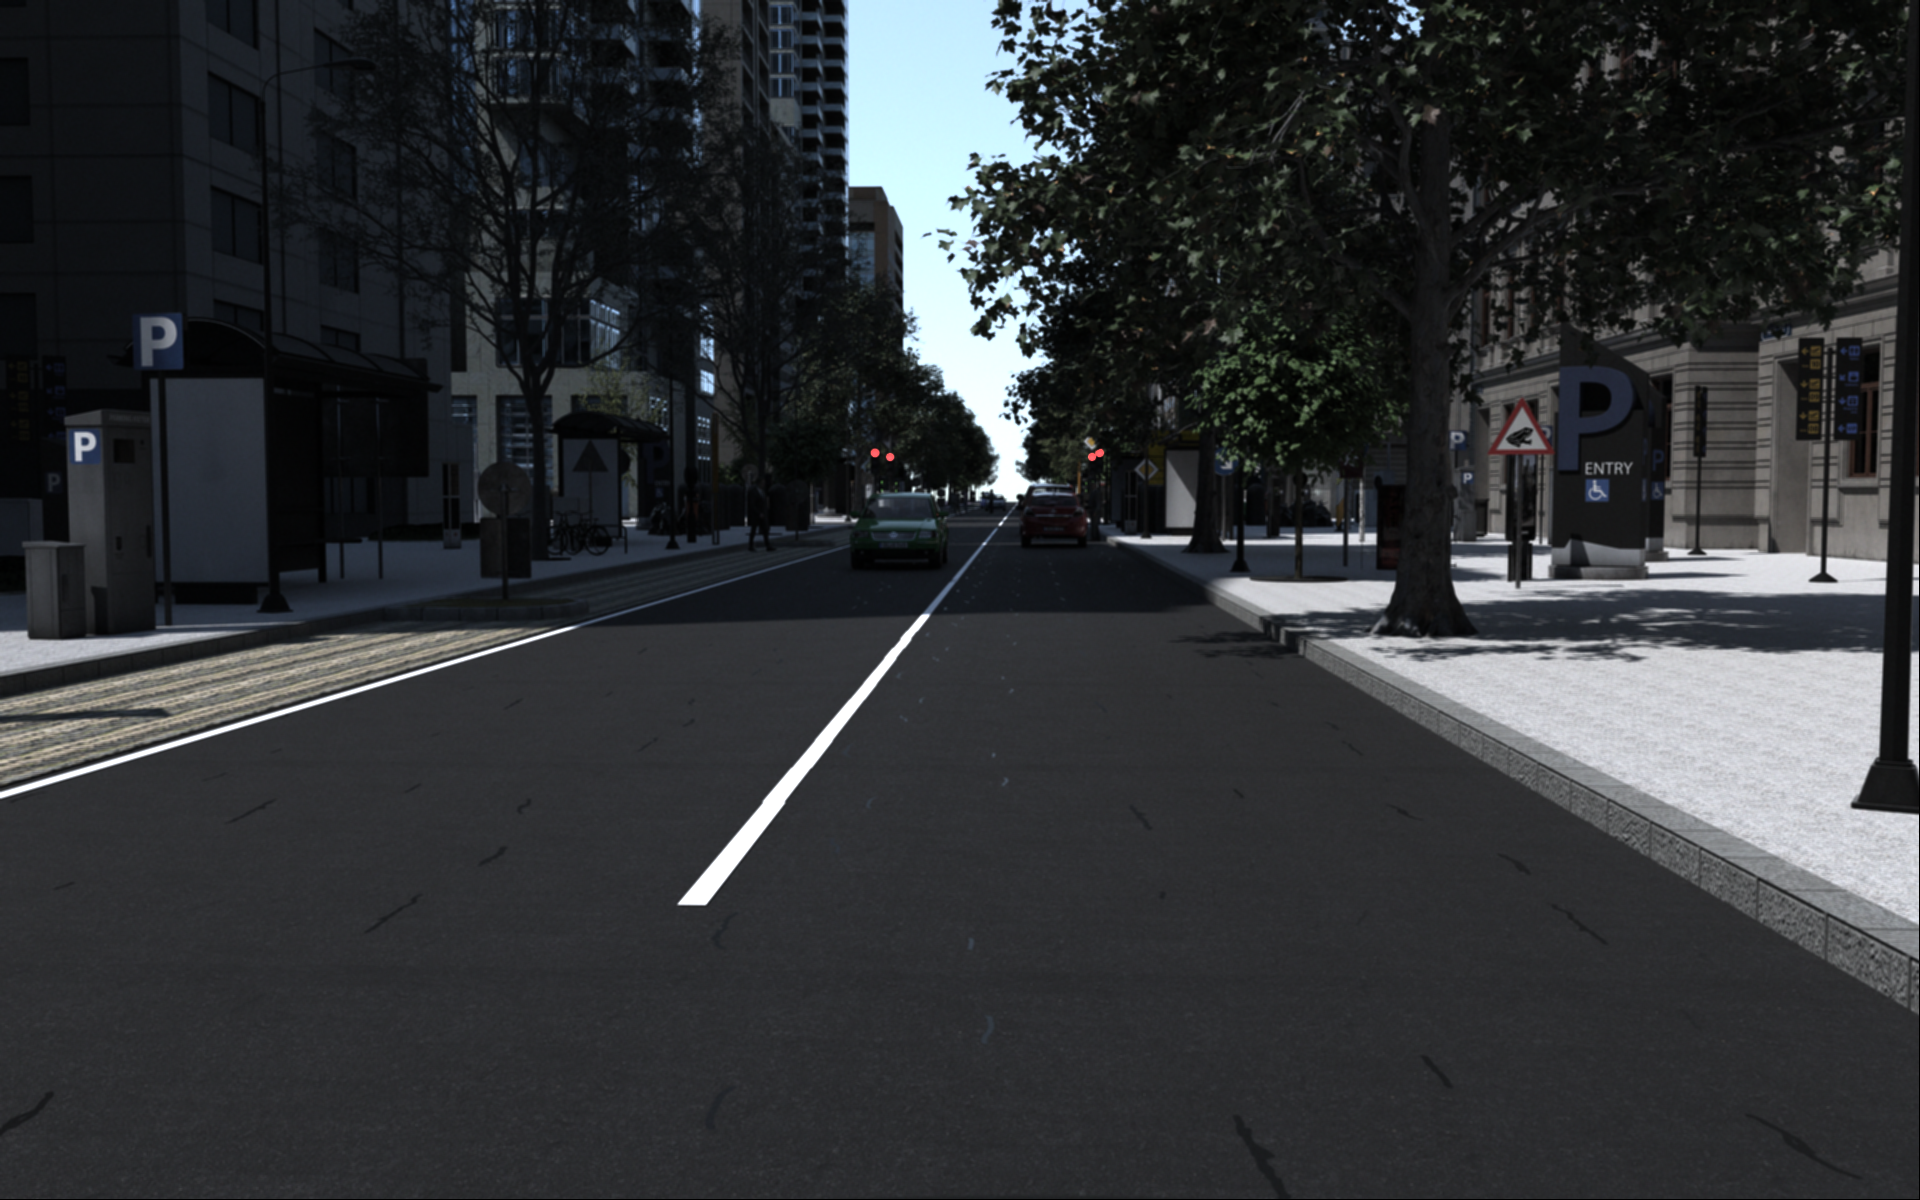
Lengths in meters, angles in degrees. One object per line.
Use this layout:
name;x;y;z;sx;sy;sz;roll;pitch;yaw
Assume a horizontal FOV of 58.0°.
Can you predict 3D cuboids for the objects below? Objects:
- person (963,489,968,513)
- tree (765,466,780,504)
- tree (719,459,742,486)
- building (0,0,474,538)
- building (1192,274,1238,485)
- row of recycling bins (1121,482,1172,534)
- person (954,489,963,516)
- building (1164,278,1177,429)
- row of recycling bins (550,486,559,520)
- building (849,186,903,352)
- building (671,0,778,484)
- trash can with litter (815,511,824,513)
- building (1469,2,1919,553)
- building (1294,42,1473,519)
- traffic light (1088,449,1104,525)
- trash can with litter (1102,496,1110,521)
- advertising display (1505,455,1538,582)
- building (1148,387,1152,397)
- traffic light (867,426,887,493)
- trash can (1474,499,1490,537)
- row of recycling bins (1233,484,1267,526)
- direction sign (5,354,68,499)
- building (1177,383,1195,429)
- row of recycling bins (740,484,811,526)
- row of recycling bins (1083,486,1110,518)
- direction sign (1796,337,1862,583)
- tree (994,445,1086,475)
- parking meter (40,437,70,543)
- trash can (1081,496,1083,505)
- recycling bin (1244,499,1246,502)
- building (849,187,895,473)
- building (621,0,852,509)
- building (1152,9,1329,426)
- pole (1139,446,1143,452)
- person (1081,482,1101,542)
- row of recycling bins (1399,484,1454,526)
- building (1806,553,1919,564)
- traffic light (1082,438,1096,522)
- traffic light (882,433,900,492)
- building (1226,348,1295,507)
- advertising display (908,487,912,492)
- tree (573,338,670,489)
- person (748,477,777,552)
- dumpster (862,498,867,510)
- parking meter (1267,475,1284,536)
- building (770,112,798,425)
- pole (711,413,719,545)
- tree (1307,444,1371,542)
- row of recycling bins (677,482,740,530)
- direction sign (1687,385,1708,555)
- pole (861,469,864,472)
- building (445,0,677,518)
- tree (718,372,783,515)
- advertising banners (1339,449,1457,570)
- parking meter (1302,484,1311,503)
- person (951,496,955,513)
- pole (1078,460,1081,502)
person;0.414;-7.429;129.978;0.388;1.821;0.555;-2;4;-32
tree;-12.923;-7.522;117.586;1.663;3.219;1.824;0;3;0
tree;-13.066;-6.139;94.975;1.663;3.219;1.824;0;3;0
building;-27.793;-37.361;49.101;20.611;71.187;20.563;0;4;2
building;26.295;-18.350;141.820;13.314;21.916;24.055;0;4;2
row of recycling bins;6.264;-3.053;57.037;1.069;1.692;3.534;-1;4;-18
person;-0.115;-6.491;114.903;0.573;1.790;0.520;0;4;3
building;29.093;-32.574;182.702;14.600;45.320;14.200;0;4;2
row of recycling bins;-20.955;-4.748;84.734;3.534;1.692;1.069;-2;4;-35
building;-20.351;-39.848;275.220;21.300;48.544;21.600;0;4;2
building;-23.843;-42.844;138.753;20.563;71.187;20.611;0;4;2
trash can with litter;-10.395;-6.691;120.463;1.678;1.210;2.233;-3;5;-42
building;22.151;-13.020;49.037;11.583;22.565;21.152;0;4;2
building;29.402;-16.937;94.949;19.932;24.808;12.078;0;4;2
traffic light;5.730;-5.051;71.497;0.839;4.253;0.868;0;4;2
trash can with litter;7.233;-4.315;81.935;1.055;1.170;0.624;1;4;14
advertising display;8.306;-1.249;25.638;0.123;1.923;0.974;3;4;37
building;32.251;-36.073;273.389;14.154;41.232;14.086;0;4;2
traffic light;-3.475;-5.071;71.825;0.839;4.253;0.868;0;4;2
trash can;15.460;-2.455;51.793;0.748;1.137;0.748;0;3;0
row of recycling bins;10.756;-3.896;70.814;3.534;1.692;1.069;1;4;10
direction sign;-15.032;-2.219;28.276;0.876;3.537;0.379;-3;4;-36
building;28.074;-24.303;169.056;14.160;30.474;14.107;0;4;2
row of recycling bins;-7.708;-3.812;69.435;3.534;1.692;1.069;-1;4;-23
row of recycling bins;7.814;-5.212;92.329;1.069;1.692;3.534;-2;4;-35
direction sign;12.595;-2.029;25.165;0.876;3.537;0.379;0;4;4
tree;13.370;-20.182;240.342;12.009;13.543;11.850;0;3;0
parking meter;-9.229;-0.745;17.885;0.399;1.863;0.255;1;4;18
trash can;8.587;-6.551;118.768;0.748;1.137;0.748;0;3;0
recycling bin;15.461;-4.877;92.293;0.722;1.027;0.722;-3;5;-43
building;-16.993;-37.098;256.660;14.600;45.320;14.200;0;4;2
building;-22.858;-53.887;193.729;22.319;86.520;31.000;0;4;2
building;33.205;-40.479;203.832;21.231;58.520;28.212;0;4;2
pole;7.498;-4.764;71.728;0.158;3.312;0.155;0;3;0
person;3.985;-2.677;52.452;0.590;1.801;0.661;-1;4;-10
row of recycling bins;19.110;-3.817;69.516;3.534;1.692;1.069;2;4;24
building;22.322;-11.728;27.904;11.583;22.565;21.152;0;4;2
traffic light;6.030;-5.539;79.477;0.839;4.253;0.868;0;4;2
traffic light;-3.176;-5.559;79.805;0.839;4.253;0.868;0;4;2
building;26.258;-19.824;117.635;14.314;27.812;24.014;0;4;2
advertising display;-4.308;-8.191;139.138;0.974;1.923;0.123;1;4;19
tree;-16.225;-8.087;82.579;4.737;8.622;4.395;0;3;0
person;-4.918;-2.116;42.881;0.755;1.850;0.659;2;4;29
dumpster;-6.471;-7.318;125.408;1.264;1.857;1.865;0;4;2
parking meter;9.536;-2.872;52.672;0.255;1.863;0.399;-1;4;-22
building;-28.991;-29.112;167.863;32.217;40.220;23.993;0;4;2
pole;-6.190;-3.054;43.781;0.158;3.312;0.155;0;3;0
tree;10.584;-5.875;46.417;4.737;8.622;4.395;0;3;0
row of recycling bins;-9.021;-3.316;61.329;1.069;1.692;3.534;1;4;14
direction sign;15.566;-2.720;36.470;0.379;3.537;0.876;3;4;37
pole;-7.754;-8.833;138.262;0.158;3.312;0.155;0;3;0
building;-27.058;-48.438;104.639;22.319;86.520;31.000;0;4;2
tree;-12.801;-9.498;105.646;4.737;8.622;4.395;0;3;0
advertising banners;7.340;-2.024;29.287;2.074;3.025;0.090;1;4;9
parking meter;17.800;-5.091;88.950;0.399;1.863;0.255;1;4;19
person;-0.417;-7.122;127.537;0.503;1.515;0.523;-1;4;-15
pole;6.983;-6.582;101.458;0.158;3.312;0.155;0;3;0
